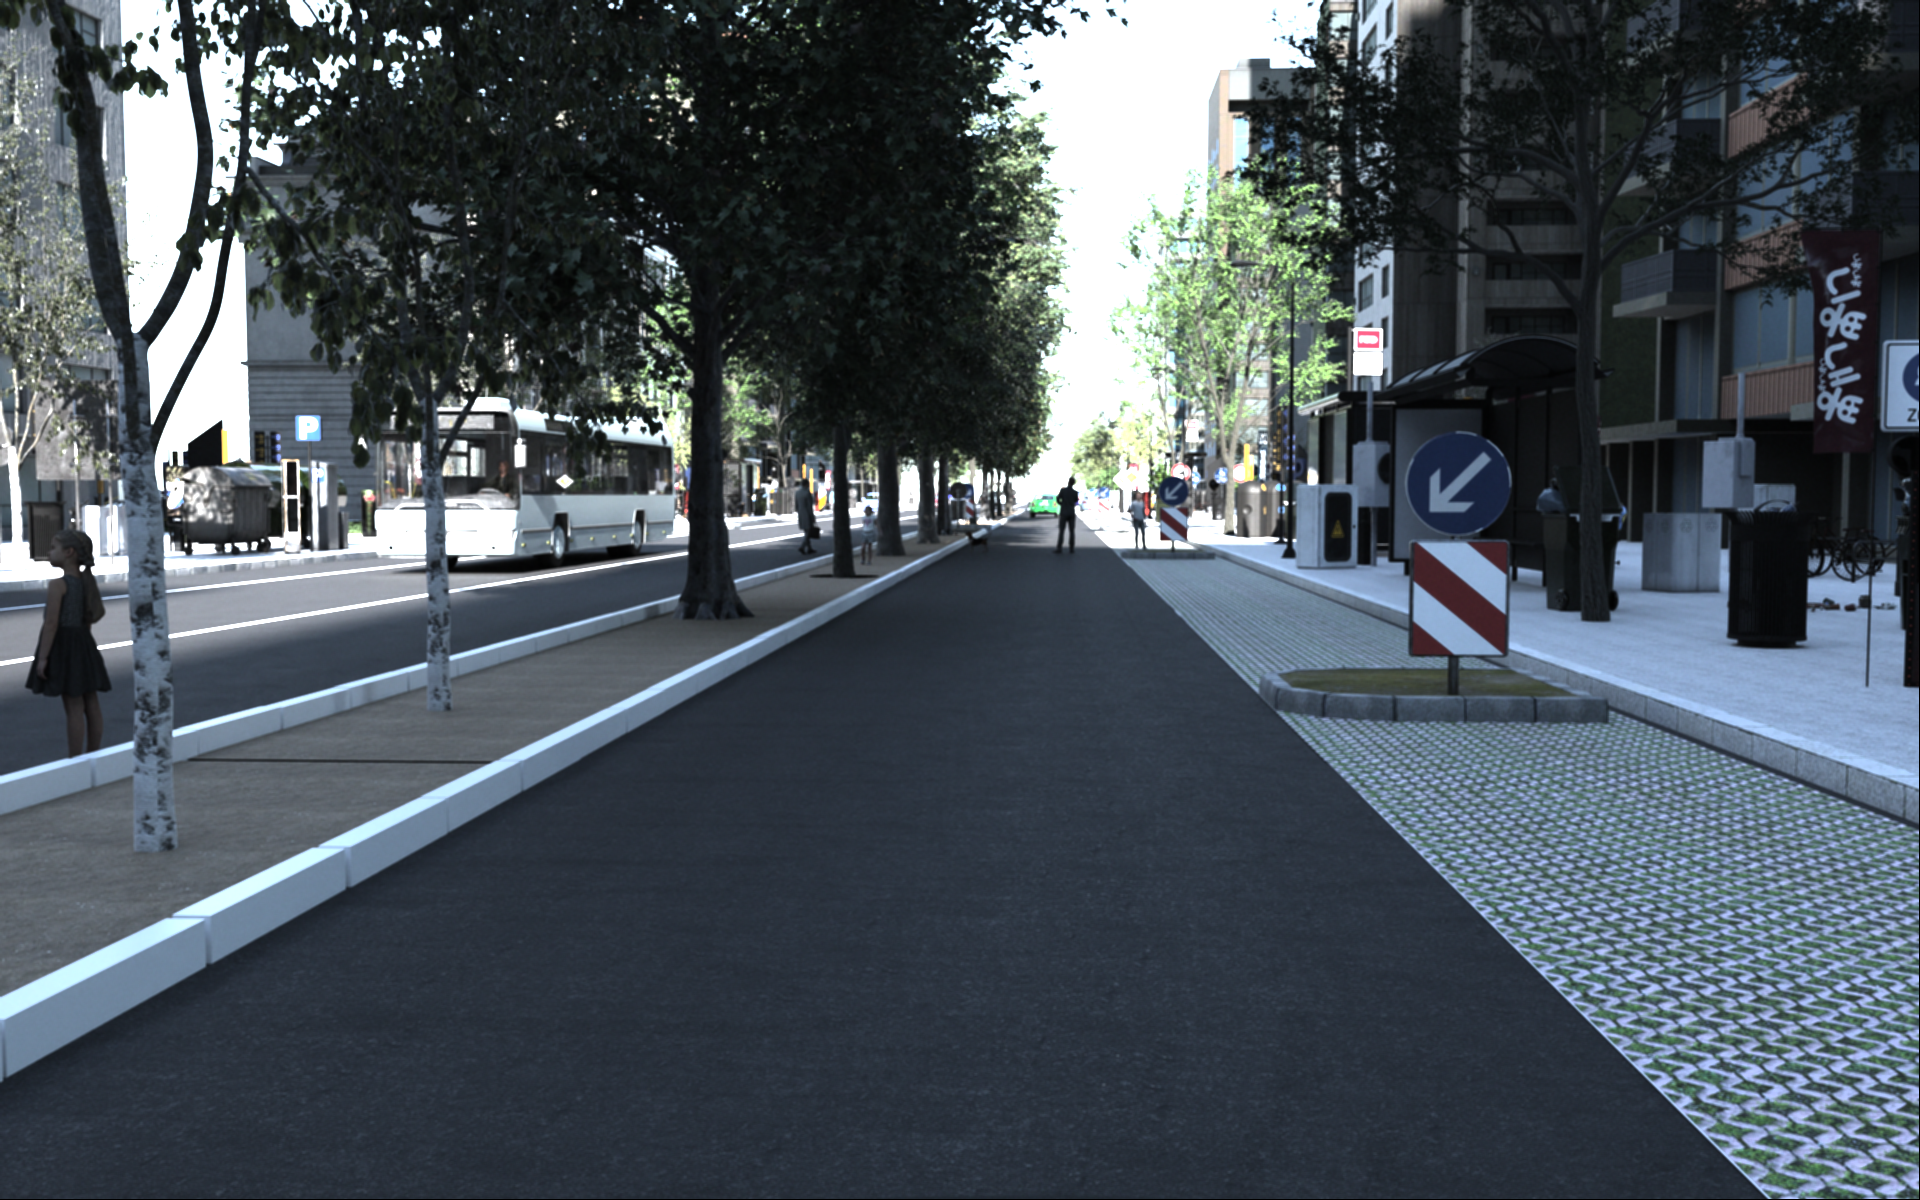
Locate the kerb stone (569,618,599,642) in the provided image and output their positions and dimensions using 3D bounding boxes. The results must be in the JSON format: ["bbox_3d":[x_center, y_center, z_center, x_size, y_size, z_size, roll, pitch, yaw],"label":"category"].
[{"bbox_3d":[-3.784,0.310,17.123,0.120,0.150,1.000,0,4,3],"label":"kerb stone"}]

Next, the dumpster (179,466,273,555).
[{"bbox_3d":[-15.605,-1.901,36.843,1.264,1.857,1.865,0,4,3],"label":"dumpster"}]

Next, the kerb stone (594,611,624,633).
[{"bbox_3d":[-3.730,0.248,18.144,0.120,0.150,1.000,0,4,3],"label":"kerb stone"}]

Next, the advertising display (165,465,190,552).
[{"bbox_3d":[-17.458,-2.047,38.682,0.974,1.923,0.123,3,5,42],"label":"advertising display"}]

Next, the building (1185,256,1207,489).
[{"bbox_3d":[46.757,-34.859,261.828,32.217,40.220,23.993,0,4,3],"label":"building"}]

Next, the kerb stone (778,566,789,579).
[{"bbox_3d":[-3.090,-0.442,29.420,0.120,0.150,1.000,0,4,3],"label":"kerb stone"}]

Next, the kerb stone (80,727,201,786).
[{"bbox_3d":[-4.234,0.812,8.927,0.120,0.150,1.000,0,4,3],"label":"kerb stone"}]

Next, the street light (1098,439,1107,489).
[{"bbox_3d":[12.358,-10.648,146.631,1.470,5.913,1.316,0,4,3],"label":"street light"}]

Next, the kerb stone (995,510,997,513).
[{"bbox_3d":[3.155,-7.298,141.521,0.120,0.150,1.000,0,4,3],"label":"kerb stone"}]

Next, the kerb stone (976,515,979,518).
[{"bbox_3d":[1.260,-5.225,107.723,0.120,0.150,1.000,0,4,3],"label":"kerb stone"}]

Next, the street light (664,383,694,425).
[{"bbox_3d":[-11.807,-6.119,72.586,1.470,5.913,1.316,0,4,3],"label":"street light"}]

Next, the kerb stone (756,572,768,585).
[{"bbox_3d":[-3.212,-0.317,27.372,0.120,0.150,1.000,0,4,3],"label":"kerb stone"}]

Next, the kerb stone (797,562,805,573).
[{"bbox_3d":[-2.987,-0.563,31.466,0.120,0.150,1.000,0,4,3],"label":"kerb stone"}]

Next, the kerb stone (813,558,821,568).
[{"bbox_3d":[-2.872,-0.687,33.507,0.120,0.150,1.000,0,4,3],"label":"kerb stone"}]

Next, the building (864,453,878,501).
[{"bbox_3d":[-22.622,-40.204,281.042,21.300,48.544,21.600,0,4,3],"label":"building"}]

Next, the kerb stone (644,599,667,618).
[{"bbox_3d":[-3.615,0.124,20.199,0.120,0.150,1.000,0,4,3],"label":"kerb stone"}]

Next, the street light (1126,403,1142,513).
[{"bbox_3d":[9.125,-7.057,87.923,1.470,5.913,1.316,0,4,3],"label":"street light"}]

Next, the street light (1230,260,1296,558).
[{"bbox_3d":[6.069,-3.795,34.581,1.470,5.913,1.316,0,4,3],"label":"street light"}]

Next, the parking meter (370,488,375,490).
[{"bbox_3d":[-24.775,-3.968,73.293,0.372,1.533,0.369,0,3,0],"label":"parking meter"}]

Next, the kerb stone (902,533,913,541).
[{"bbox_3d":[-1.674,-2.004,55.003,0.120,0.150,1.000,0,4,3],"label":"kerb stone"}]

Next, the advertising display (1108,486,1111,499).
[{"bbox_3d":[12.296,-8.413,142.761,0.123,1.923,0.974,0,4,-1],"label":"advertising display"}]

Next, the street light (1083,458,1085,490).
[{"bbox_3d":[16.583,-15.280,222.366,1.470,5.913,1.316,0,4,3],"label":"street light"}]

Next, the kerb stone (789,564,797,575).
[{"bbox_3d":[-3.038,-0.504,30.442,0.120,0.150,1.000,0,4,3],"label":"kerb stone"}]

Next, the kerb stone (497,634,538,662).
[{"bbox_3d":[-3.903,0.436,15.070,0.120,0.150,1.000,0,4,3],"label":"kerb stone"}]

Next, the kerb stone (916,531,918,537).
[{"bbox_3d":[-1.569,-2.129,57.059,0.120,0.150,1.000,0,4,3],"label":"kerb stone"}]

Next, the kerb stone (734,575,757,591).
[{"bbox_3d":[-3.271,-0.254,26.342,0.120,0.150,1.000,0,4,3],"label":"kerb stone"}]

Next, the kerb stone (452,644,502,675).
[{"bbox_3d":[-3.956,0.498,14.049,0.120,0.150,1.000,0,4,3],"label":"kerb stone"}]

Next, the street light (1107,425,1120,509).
[{"bbox_3d":[10.835,-8.833,116.954,1.470,5.913,1.316,0,4,3],"label":"street light"}]

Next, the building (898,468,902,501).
[{"bbox_3d":[-17.646,-32.292,299.670,14.160,30.474,14.107,0,4,3],"label":"building"}]

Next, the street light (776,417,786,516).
[{"bbox_3d":[-10.195,-7.942,102.393,1.470,5.913,1.316,0,4,3],"label":"street light"}]

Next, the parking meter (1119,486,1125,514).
[{"bbox_3d":[10.653,-6.624,114.010,0.255,1.863,0.399,2,4,32],"label":"parking meter"}]

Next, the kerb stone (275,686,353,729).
[{"bbox_3d":[-4.125,0.690,10.980,0.120,0.150,1.000,0,4,3],"label":"kerb stone"}]

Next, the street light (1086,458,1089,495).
[{"bbox_3d":[15.018,-13.477,192.883,1.470,5.913,1.316,0,4,3],"label":"street light"}]

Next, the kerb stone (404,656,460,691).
[{"bbox_3d":[-4.012,0.561,13.023,0.120,0.150,1.000,0,4,3],"label":"kerb stone"}]

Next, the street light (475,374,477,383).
[{"bbox_3d":[-13.108,-4.668,48.860,1.470,5.913,1.316,0,4,3],"label":"street light"}]

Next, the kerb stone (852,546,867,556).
[{"bbox_3d":[-2.413,-1.192,41.689,0.120,0.150,1.000,0,4,3],"label":"kerb stone"}]

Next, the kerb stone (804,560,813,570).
[{"bbox_3d":[-2.932,-0.629,32.486,0.120,0.150,1.000,0,4,3],"label":"kerb stone"}]

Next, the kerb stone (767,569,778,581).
[{"bbox_3d":[-3.166,-0.377,28.397,0.120,0.150,1.000,0,4,3],"label":"kerb stone"}]

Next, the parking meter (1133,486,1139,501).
[{"bbox_3d":[12.239,-7.027,120.610,0.399,1.863,0.255,-2,4,-32],"label":"parking meter"}]

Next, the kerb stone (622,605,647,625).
[{"bbox_3d":[-3.672,0.188,19.173,0.120,0.150,1.000,0,4,3],"label":"kerb stone"}]

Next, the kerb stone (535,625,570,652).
[{"bbox_3d":[-3.844,0.373,16.090,0.120,0.150,1.000,0,4,3],"label":"kerb stone"}]

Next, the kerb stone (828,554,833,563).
[{"bbox_3d":[-2.757,-0.817,35.548,0.120,0.150,1.000,0,4,3],"label":"kerb stone"}]

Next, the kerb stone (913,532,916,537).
[{"bbox_3d":[-1.610,-2.070,56.036,0.120,0.150,1.000,0,4,3],"label":"kerb stone"}]

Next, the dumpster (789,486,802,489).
[{"bbox_3d":[-11.542,-7.114,122.077,1.264,1.857,1.865,0,4,3],"label":"dumpster"}]

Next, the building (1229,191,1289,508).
[{"bbox_3d":[32.636,-24.082,165.447,14.160,30.474,14.107,0,4,3],"label":"building"}]

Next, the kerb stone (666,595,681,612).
[{"bbox_3d":[-3.556,0.062,21.220,0.120,0.150,1.000,0,4,3],"label":"kerb stone"}]

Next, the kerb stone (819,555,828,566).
[{"bbox_3d":[-2.807,-0.754,34.527,0.120,0.150,1.000,0,4,3],"label":"kerb stone"}]

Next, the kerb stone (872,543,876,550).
[{"bbox_3d":[-2.299,-1.317,43.730,0.120,0.150,1.000,0,4,3],"label":"kerb stone"}]

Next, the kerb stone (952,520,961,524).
[{"bbox_3d":[-0.152,-3.666,82.140,0.120,0.150,1.000,0,4,3],"label":"kerb stone"}]

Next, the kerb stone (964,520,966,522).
[{"bbox_3d":[0.128,-3.979,87.251,0.120,0.150,1.000,0,4,3],"label":"kerb stone"}]

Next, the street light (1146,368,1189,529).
[{"bbox_3d":[7.695,-5.570,63.617,1.470,5.913,1.316,0,4,3],"label":"street light"}]

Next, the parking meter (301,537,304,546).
[{"bbox_3d":[-16.531,-2.127,43.180,0.372,1.533,0.369,0,3,0],"label":"parking meter"}]

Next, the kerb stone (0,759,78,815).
[{"bbox_3d":[-4.299,0.875,7.898,0.120,0.150,1.000,0,4,3],"label":"kerb stone"}]

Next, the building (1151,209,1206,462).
[{"bbox_3d":[43.479,-40.939,288.956,23.786,49.044,30.456,0,4,3],"label":"building"}]

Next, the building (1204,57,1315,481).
[{"bbox_3d":[32.955,-32.356,179.125,14.600,45.320,14.200,0,4,3],"label":"building"}]

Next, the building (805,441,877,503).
[{"bbox_3d":[-27.034,-40.812,256.522,28.713,52.752,27.495,0,4,3],"label":"building"}]

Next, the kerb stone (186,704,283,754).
[{"bbox_3d":[-4.187,0.749,9.954,0.120,0.150,1.000,0,4,3],"label":"kerb stone"}]

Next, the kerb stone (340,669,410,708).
[{"bbox_3d":[-4.074,0.623,12.002,0.120,0.150,1.000,0,4,3],"label":"kerb stone"}]
